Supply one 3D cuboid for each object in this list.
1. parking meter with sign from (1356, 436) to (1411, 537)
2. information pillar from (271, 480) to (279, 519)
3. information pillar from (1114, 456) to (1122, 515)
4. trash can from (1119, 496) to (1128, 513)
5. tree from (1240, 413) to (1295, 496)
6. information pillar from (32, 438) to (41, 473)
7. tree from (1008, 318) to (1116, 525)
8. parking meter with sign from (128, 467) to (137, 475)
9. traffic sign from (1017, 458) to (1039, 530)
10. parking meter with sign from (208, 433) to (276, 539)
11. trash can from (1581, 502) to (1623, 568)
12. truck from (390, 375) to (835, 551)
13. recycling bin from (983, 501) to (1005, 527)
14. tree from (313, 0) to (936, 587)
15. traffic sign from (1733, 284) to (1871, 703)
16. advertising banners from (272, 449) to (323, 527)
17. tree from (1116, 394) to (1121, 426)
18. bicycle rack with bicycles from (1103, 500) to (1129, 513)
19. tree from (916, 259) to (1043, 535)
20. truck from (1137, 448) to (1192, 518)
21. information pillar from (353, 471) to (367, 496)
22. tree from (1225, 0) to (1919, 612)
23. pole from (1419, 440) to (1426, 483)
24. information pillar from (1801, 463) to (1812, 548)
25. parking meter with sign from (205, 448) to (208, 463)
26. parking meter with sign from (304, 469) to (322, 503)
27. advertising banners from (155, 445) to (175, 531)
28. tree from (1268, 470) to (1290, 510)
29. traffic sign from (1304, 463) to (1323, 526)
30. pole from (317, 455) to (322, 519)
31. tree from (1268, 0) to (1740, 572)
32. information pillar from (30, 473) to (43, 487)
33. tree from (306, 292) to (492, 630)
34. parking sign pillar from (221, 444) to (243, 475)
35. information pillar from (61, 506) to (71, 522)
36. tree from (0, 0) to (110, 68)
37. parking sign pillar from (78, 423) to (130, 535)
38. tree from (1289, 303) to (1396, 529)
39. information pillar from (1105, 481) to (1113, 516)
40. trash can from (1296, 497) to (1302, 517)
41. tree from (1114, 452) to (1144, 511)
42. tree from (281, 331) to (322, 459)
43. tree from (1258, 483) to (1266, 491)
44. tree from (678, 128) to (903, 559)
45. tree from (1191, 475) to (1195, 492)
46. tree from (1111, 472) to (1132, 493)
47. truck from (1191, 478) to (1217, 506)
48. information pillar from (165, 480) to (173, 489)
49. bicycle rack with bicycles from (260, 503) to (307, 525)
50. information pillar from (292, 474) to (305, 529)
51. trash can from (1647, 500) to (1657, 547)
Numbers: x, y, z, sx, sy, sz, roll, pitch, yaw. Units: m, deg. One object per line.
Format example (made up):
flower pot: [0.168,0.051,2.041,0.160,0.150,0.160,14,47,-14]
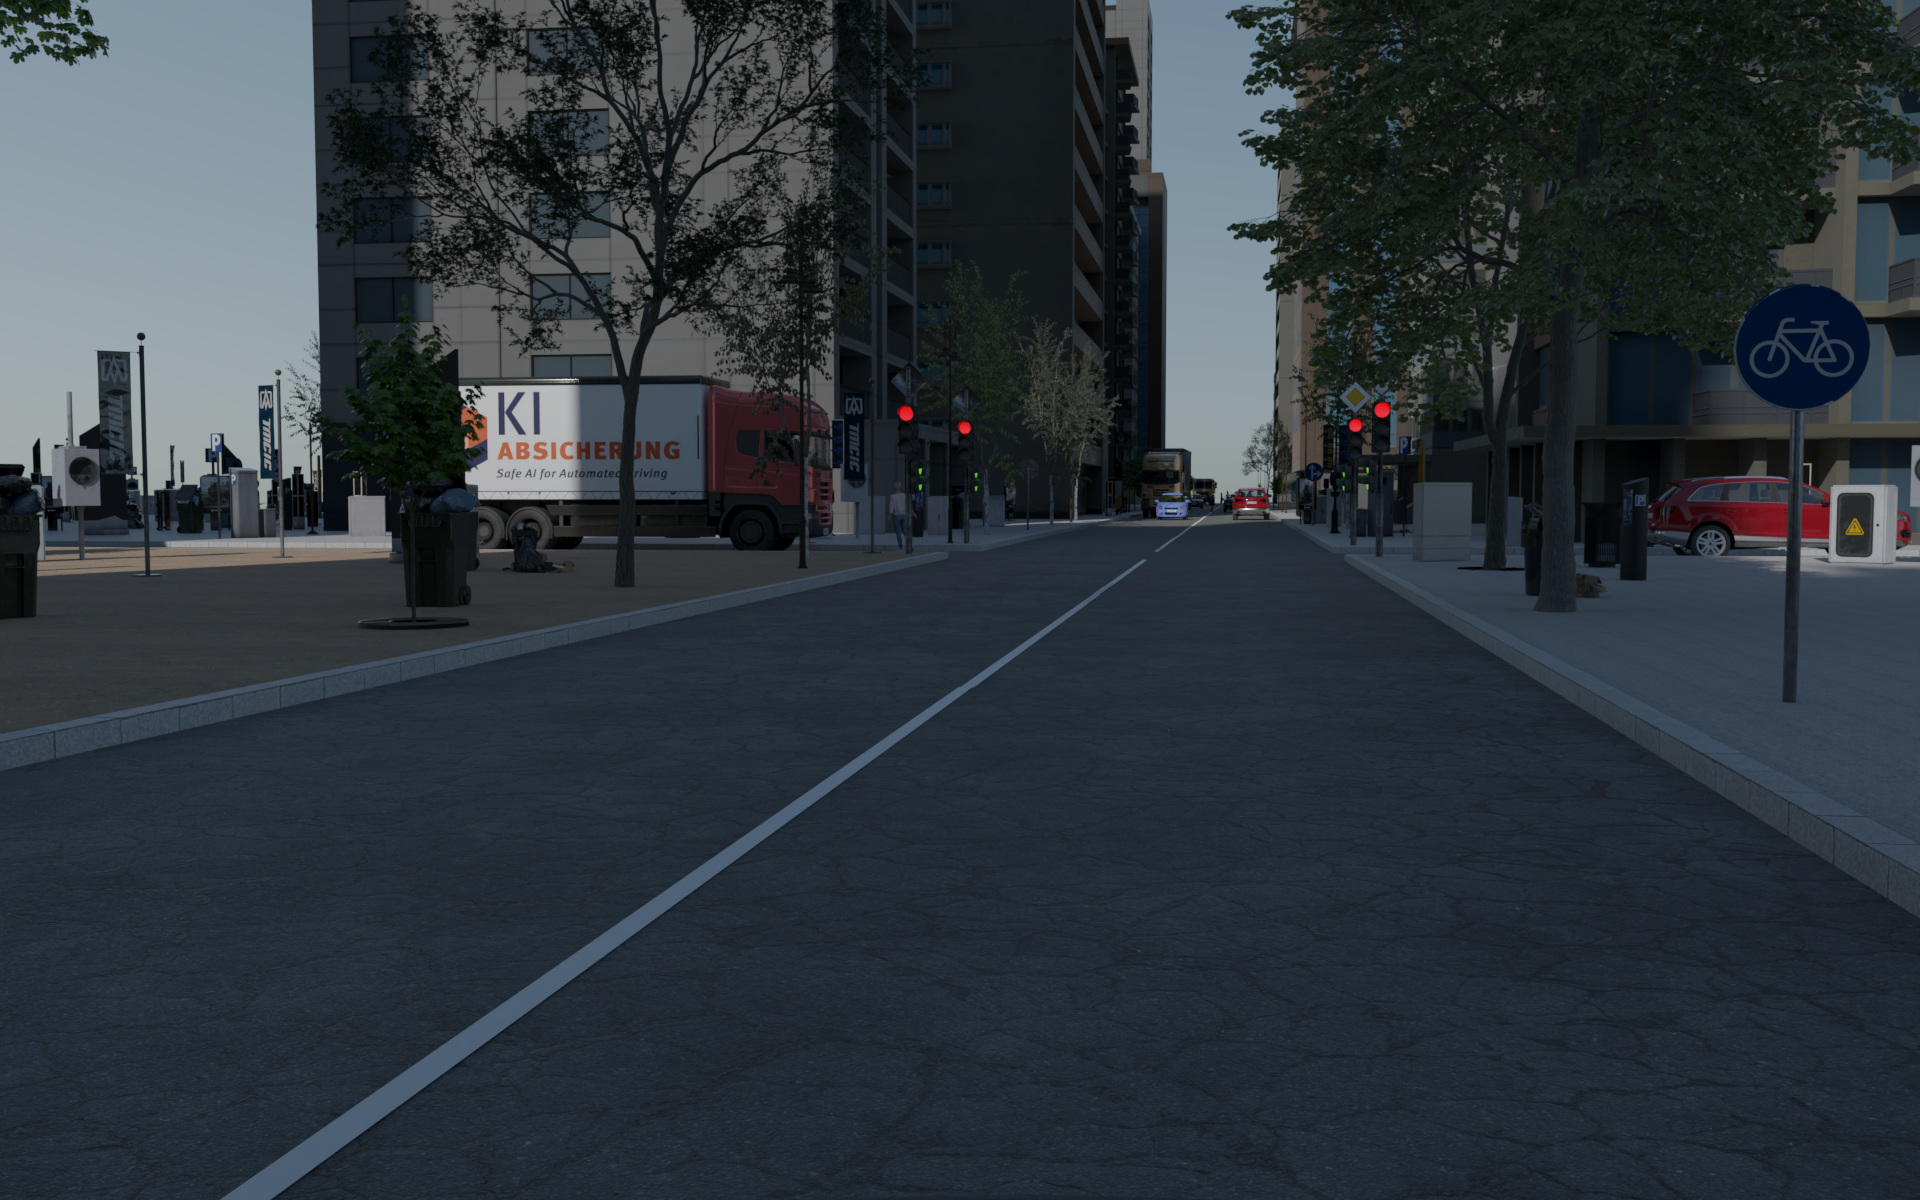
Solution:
parking meter with sign: [12.623,-3.412,52.043,1.738,3.016,0.543,-1,4,-17]
information pillar: [-35.215,-5.170,89.014,0.304,2.012,0.304,-2,4,-28]
information pillar: [9.805,-7.091,107.290,0.183,3.616,0.504,-3,5,-40]
trash can: [10.993,-6.439,116.930,0.748,1.137,0.748,0,3,0]
tree: [35.814,-16.239,199.918,7.601,10.594,8.767,1,4,23]
information pillar: [-38.376,-4.936,72.064,0.183,3.616,0.504,0,4,1]
tree: [3.883,-7.430,71.838,4.360,8.622,3.978,0,3,0]
parking meter with sign: [-52.688,-6.968,110.192,0.543,3.016,1.738,-2,4,-29]
traffic sign: [2.420,-3.774,61.805,0.768,2.556,0.104,1,4,11]
parking meter with sign: [-20.789,-3.307,50.335,0.543,3.016,1.738,2,4,34]
trash can: [11.262,-1.144,30.354,0.748,1.137,0.748,0,3,0]
truck: [-8.122,-3.266,42.316,11.283,4.237,2.839,1,4,9]
recycling bin: [1.323,-3.383,67.860,0.722,1.027,0.722,-1,4,-13]
tree: [-4.637,-5.436,23.285,8.767,10.594,7.601,0,4,-4]
traffic sign: [5.116,-0.642,10.606,0.768,2.556,0.104,1,4,13]
advertising banners: [-25.880,-4.353,67.359,0.090,3.025,2.074,3,5,41]
tree: [5.647,-8.143,83.498,4.360,8.622,3.978,0,3,0]
bicycle rack with bicycles: [10.097,-6.182,114.455,2.852,0.926,2.925,0,4,7]
tree: [0.712,-6.321,53.712,4.737,8.622,4.395,0,3,0]
truck: [12.888,-7.292,108.129,2.839,4.237,11.283,1,4,11]
information pillar: [-19.315,-3.137,55.783,0.304,2.012,0.304,1,4,10]
tree: [6.915,-6.133,18.399,7.486,12.596,7.792,0,3,0]
pole: [17.345,-4.353,65.013,0.158,3.312,0.155,0,3,0]
information pillar: [20.236,-2.271,41.629,0.304,2.012,0.304,1,4,11]
parking meter with sign: [-27.682,-4.228,65.391,1.738,3.016,0.543,2,4,31]
parking meter with sign: [-46.003,-7.713,122.363,1.738,3.016,0.543,-1,4,-23]
advertising banners: [-28.045,-3.976,61.198,0.090,3.025,2.074,0,4,-6]
tree: [29.678,-10.148,160.524,1.663,3.219,1.824,0,3,0]
traffic sign: [14.323,-4.286,70.175,0.768,2.556,0.104,1,4,9]
pole: [-33.574,-5.927,90.749,0.158,3.312,0.155,0,3,0]
tree: [8.981,-6.297,28.715,9.928,11.665,9.643,0,3,0]
information pillar: [-31.510,-3.342,59.136,0.304,2.012,0.304,-1,4,-14]
tree: [-5.415,-1.349,16.664,1.663,3.219,1.824,0,3,0]
parking sign pillar: [-38.436,-6.305,91.564,1.447,3.967,1.447,1,4,13]
information pillar: [-41.405,-4.626,80.130,0.304,2.012,0.304,2,4,32]
tree: [-6.679,-5.057,8.436,9.928,11.665,9.643,0,3,0]
parking sign pillar: [-26.929,-4.031,54.378,1.447,3.967,1.447,-3,4,-37]
tree: [14.284,-6.941,63.843,4.737,8.622,4.395,0,3,0]
information pillar: [8.820,-6.059,103.550,0.304,2.012,0.304,0,4,7]
trash can: [19.275,-5.269,97.803,0.748,1.137,0.748,0,3,0]
tree: [13.564,-9.162,133.518,4.285,4.588,4.351,0,3,0]
tree: [-27.780,-7.751,77.099,4.737,8.622,4.395,0,3,0]
tree: [47.079,-16.967,272.007,1.663,3.219,1.824,0,3,0]
tree: [-3.309,-5.122,34.107,4.360,8.622,3.978,0,3,0]
tree: [36.146,-17.867,275.837,4.285,4.588,4.351,0,3,0]
tree: [11.969,-8.178,128.308,1.663,3.219,1.824,0,3,0]
truck: [30.511,-13.497,216.600,3.469,3.379,9.791,1,4,10]
information pillar: [-42.210,-5.383,92.500,0.304,2.012,0.304,0,4,-6]
bicycle rack with bicycles: [-28.784,-3.610,72.402,2.852,0.926,2.925,1,4,19]
information pillar: [-24.015,-3.570,62.859,0.304,2.012,0.304,2,4,26]
trash can: [16.596,-1.856,41.997,0.748,1.137,0.748,0,3,0]
